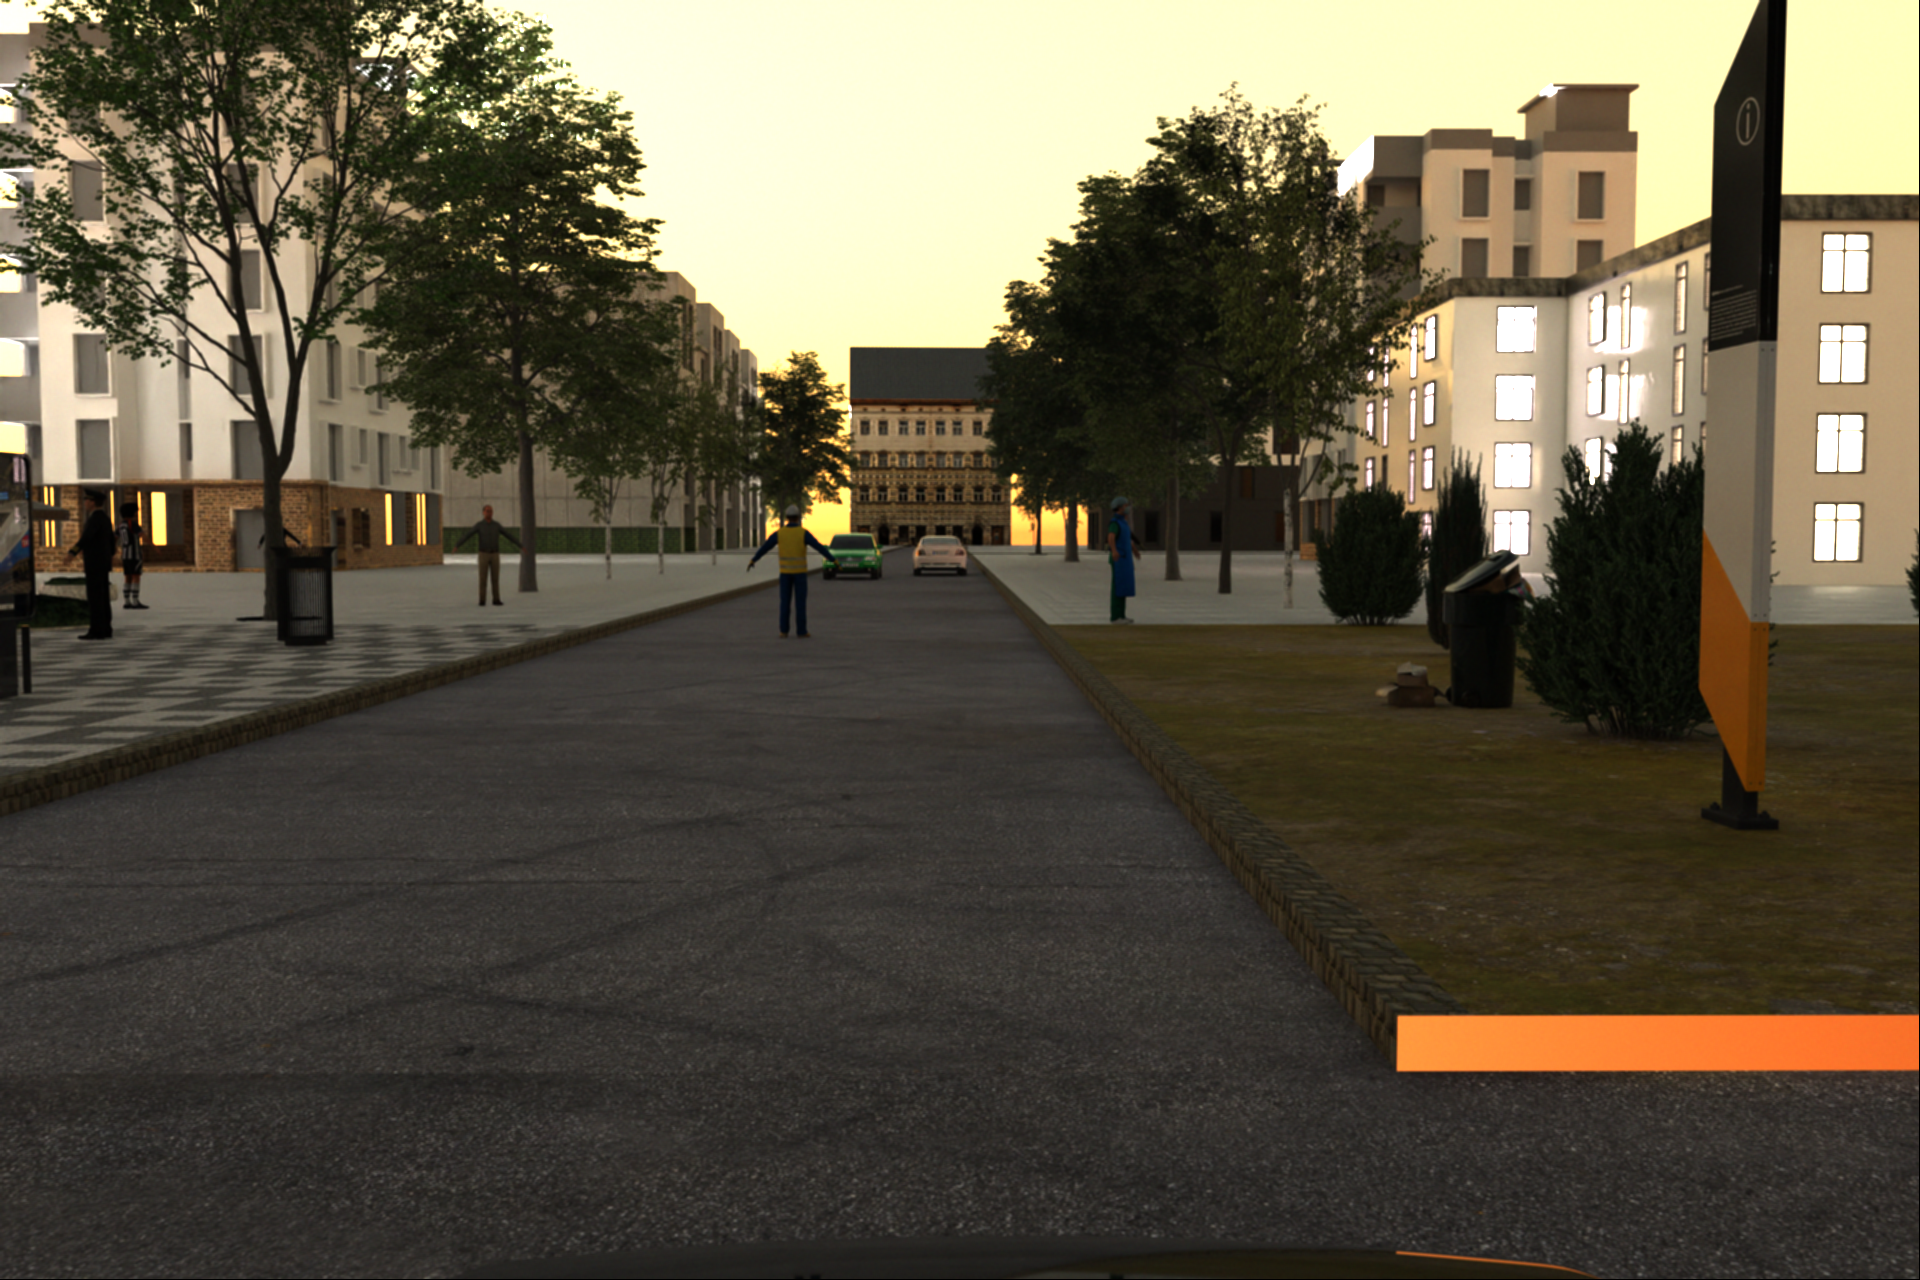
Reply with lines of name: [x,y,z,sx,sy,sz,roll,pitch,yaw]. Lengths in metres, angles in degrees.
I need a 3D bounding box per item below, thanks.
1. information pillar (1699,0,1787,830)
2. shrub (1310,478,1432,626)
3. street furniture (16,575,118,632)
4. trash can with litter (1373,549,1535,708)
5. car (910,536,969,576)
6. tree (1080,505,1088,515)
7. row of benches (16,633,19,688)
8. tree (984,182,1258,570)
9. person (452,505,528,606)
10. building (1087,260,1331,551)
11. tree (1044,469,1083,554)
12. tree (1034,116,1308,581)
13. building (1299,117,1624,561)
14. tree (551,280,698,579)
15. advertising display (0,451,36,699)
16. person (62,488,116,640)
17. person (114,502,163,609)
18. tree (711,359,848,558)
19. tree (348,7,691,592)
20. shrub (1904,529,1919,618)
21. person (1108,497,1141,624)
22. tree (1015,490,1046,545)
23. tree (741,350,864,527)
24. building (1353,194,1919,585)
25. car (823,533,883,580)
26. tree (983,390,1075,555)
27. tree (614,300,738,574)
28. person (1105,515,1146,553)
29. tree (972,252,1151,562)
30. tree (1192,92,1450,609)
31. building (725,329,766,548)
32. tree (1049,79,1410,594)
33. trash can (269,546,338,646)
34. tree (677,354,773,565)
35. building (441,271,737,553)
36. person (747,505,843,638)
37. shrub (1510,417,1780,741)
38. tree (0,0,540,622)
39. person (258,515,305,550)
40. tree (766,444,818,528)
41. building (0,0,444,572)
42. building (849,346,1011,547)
information pillar: [3.450,-0.997,7.648,0.183,3.616,0.504,0,4,-2]
shrub: [5.821,-1.247,24.422,1.661,2.075,1.752,0,3,0]
street furniture: [-16.952,-0.508,23.939,10.072,0.657,5.734,-1,4,-10]
trash can with litter: [3.664,-0.090,12.856,1.055,1.170,0.624,0,4,-2]
car: [-0.721,-2.971,60.934,2.083,1.381,4.827,0,4,-2]
tree: [17.158,-16.170,198.793,7.601,10.594,8.767,0,4,2]
row of benches: [-9.753,0.046,14.712,4.104,0.672,1.422,1,4,18]
tree: [5.843,-9.493,61.871,9.857,13.997,8.962,0,3,0]
person: [-8.465,-1.521,31.141,1.348,1.796,0.705,-2,4,-27]
building: [24.486,-18.432,145.345,27.936,21.610,32.646,0,3,0]
tree: [6.023,-8.857,95.173,4.360,8.622,3.978,0,3,0]
tree: [5.915,-7.893,47.180,7.486,12.596,7.792,0,3,0]
building: [22.062,-13.988,85.116,16.016,20.090,11.380,0,4,-1]
tree: [-10.145,-6.017,48.735,4.360,8.622,3.978,0,3,0]
advertising display: [-7.509,-0.505,13.474,0.123,1.923,0.974,0,4,0]
person: [-10.595,-0.934,21.207,0.705,1.837,1.347,0,4,-5]
person: [-14.166,-1.439,29.678,1.345,1.843,0.704,2,4,31]
tree: [-9.857,-9.720,93.340,8.767,10.594,7.601,1,4,20]
tree: [-10.074,-7.362,38.493,7.486,12.596,7.792,0,3,0]
shrub: [12.323,-1.011,20.945,1.690,2.028,1.600,0,3,0]
person: [2.322,-1.141,24.785,0.704,1.817,1.347,1,4,20]
tree: [8.359,-15.327,200.957,4.737,8.622,4.395,0,3,0]
tree: [-9.810,-11.539,106.792,7.486,12.596,7.792,0,3,0]
building: [20.600,-7.024,56.997,9.099,9.664,28.070,0,3,0]
car: [-3.444,-2.875,55.805,1.959,1.807,4.718,0,4,-1]
tree: [4.929,-11.073,106.804,9.928,11.665,9.643,0,3,0]
tree: [-9.419,-6.436,55.591,4.737,8.622,4.395,0,3,0]
person: [3.452,-1.872,36.746,0.704,1.812,1.346,3,5,42]
tree: [5.239,-10.611,80.149,9.857,13.997,8.962,0,3,0]
tree: [5.751,-4.832,29.370,4.737,8.622,4.395,0,3,0]
building: [-28.437,-18.267,165.118,16.747,18.905,31.486,0,4,-1]
tree: [5.534,-6.258,36.725,8.767,10.594,7.601,2,4,26]
trash can: [-7.548,-0.507,19.948,0.748,1.137,0.748,0,3,0]
tree: [-10.061,-7.426,71.778,4.737,8.622,4.395,0,3,0]
building: [-27.394,-16.268,132.445,16.747,18.905,31.486,0,4,0]
person: [-2.310,-0.954,24.031,1.349,1.833,0.705,0,4,6]
shrub: [4.328,-0.402,10.985,1.690,2.028,1.600,0,3,0]
tree: [-10.154,-6.107,25.607,9.928,11.665,9.643,0,3,0]
person: [-15.840,-2.060,40.406,1.216,1.740,0.721,1,4,11]
tree: [-19.795,-17.114,197.945,7.486,12.596,7.792,0,3,0]
building: [-26.511,-12.416,59.426,16.016,20.090,11.380,0,4,-1]
building: [-3.798,-22.562,202.274,18.063,23.208,19.493,0,4,-3]
